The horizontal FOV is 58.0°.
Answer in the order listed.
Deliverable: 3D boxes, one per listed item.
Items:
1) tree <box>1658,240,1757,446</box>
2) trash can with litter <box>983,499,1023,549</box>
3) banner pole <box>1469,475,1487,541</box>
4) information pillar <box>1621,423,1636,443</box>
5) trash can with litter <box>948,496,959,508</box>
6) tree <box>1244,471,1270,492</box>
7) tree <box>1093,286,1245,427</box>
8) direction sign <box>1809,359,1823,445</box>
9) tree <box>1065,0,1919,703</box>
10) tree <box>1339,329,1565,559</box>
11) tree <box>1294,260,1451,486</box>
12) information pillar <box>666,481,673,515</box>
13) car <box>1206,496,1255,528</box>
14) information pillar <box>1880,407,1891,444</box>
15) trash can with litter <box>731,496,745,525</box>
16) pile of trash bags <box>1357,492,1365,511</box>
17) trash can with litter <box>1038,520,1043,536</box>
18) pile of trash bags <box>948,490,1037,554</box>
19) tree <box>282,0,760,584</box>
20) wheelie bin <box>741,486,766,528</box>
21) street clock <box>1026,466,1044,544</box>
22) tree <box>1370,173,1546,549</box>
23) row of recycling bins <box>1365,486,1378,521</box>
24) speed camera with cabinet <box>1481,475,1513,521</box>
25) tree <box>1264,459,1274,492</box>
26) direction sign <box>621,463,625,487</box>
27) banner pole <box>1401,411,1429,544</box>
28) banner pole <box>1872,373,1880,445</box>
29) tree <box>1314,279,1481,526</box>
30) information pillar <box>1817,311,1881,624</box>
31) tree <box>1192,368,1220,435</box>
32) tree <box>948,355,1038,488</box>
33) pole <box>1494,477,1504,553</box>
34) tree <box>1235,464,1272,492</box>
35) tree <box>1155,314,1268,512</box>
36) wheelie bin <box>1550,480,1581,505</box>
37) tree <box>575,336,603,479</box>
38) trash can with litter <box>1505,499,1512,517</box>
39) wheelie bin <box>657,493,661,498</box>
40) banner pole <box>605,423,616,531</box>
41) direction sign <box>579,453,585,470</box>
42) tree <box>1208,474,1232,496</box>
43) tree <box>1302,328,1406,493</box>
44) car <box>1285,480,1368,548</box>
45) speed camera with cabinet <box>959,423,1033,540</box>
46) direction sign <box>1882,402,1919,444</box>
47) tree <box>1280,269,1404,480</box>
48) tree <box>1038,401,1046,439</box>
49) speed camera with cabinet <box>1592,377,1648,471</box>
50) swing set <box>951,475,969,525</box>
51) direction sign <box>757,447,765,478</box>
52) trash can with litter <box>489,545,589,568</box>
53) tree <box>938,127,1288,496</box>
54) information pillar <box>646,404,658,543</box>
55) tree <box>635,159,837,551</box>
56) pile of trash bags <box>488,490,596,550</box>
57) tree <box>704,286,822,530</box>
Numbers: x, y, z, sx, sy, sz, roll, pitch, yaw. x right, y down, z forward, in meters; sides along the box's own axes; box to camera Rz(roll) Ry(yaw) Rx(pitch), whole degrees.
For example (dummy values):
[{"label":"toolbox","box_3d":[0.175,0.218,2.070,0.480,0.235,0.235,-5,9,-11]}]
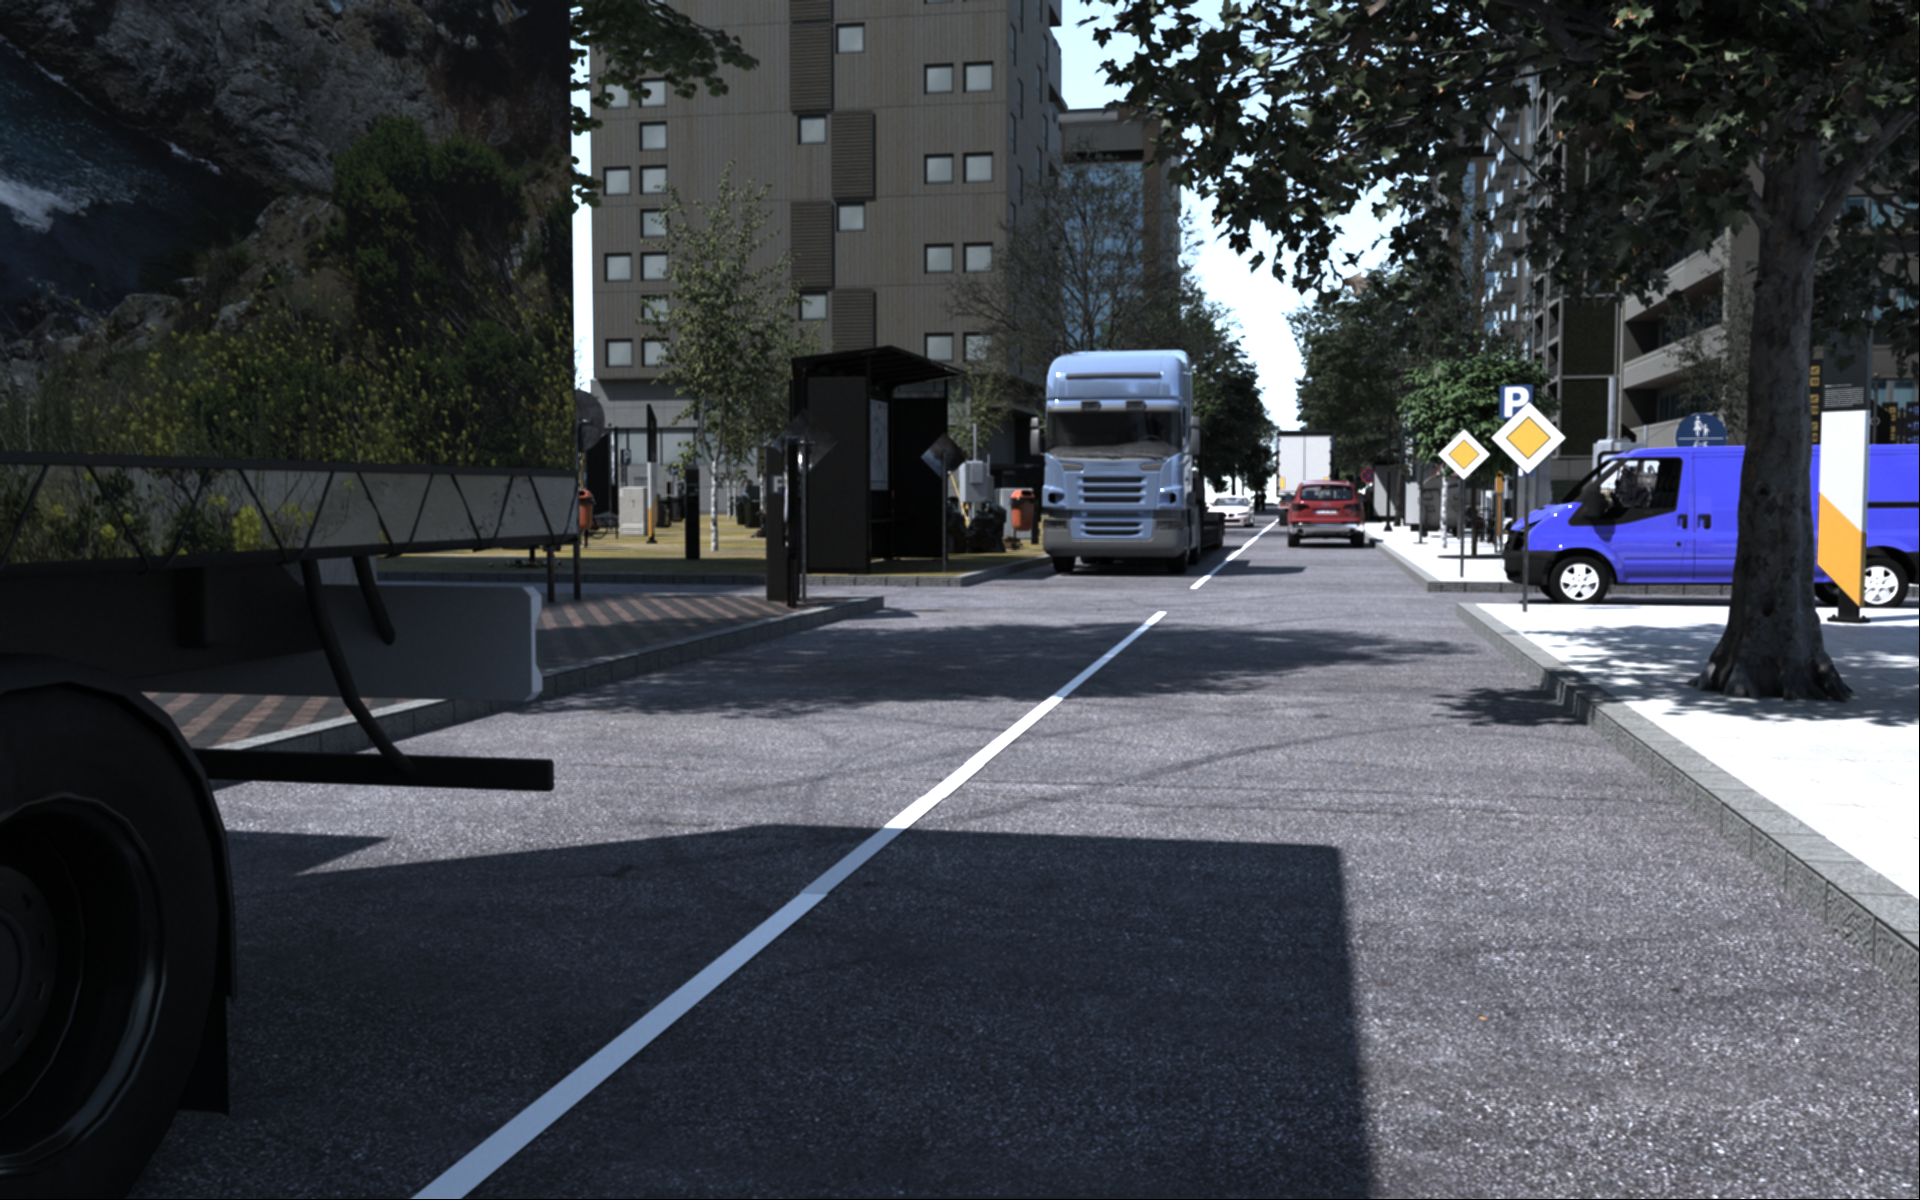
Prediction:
[{"label":"tree","box_3d":[20.984,-5.869,46.317,4.360,8.622,3.978,0,3,0]},{"label":"trash can with litter","box_3d":[1.015,-1.792,40.685,1.055,1.170,0.624,3,4,37]},{"label":"banner pole","box_3d":[14.102,-3.487,47.026,0.863,3.779,0.401,-3,4,-38]},{"label":"information pillar","box_3d":[21.866,-4.001,56.775,0.504,3.616,0.183,1,4,15]},{"label":"trash can with litter","box_3d":[-0.343,-4.327,82.138,0.624,1.170,1.055,0,4,6]},{"label":"tree","box_3d":[37.395,-14.332,218.034,4.285,4.588,4.351,0,3,0]},{"label":"tree","box_3d":[9.773,-9.682,84.056,9.928,11.665,9.643,0,3,0]},{"label":"direction sign","box_3d":[14.467,-2.261,28.960,0.379,3.537,0.876,-3,5,-43]},{"label":"tree","box_3d":[5.254,-5.733,10.741,9.611,12.733,9.660,0,3,0]},{"label":"tree","box_3d":[10.427,-3.122,34.763,4.285,4.588,4.351,0,3,0]},{"label":"tree","box_3d":[22.140,-11.341,92.082,9.857,13.997,8.962,0,3,0]},{"label":"information pillar","box_3d":[-16.597,-5.780,98.996,0.304,2.012,0.304,0,4,8]},{"label":"car","box_3d":[11.794,-3.854,75.371,2.083,1.381,4.827,1,4,12]},{"label":"information pillar","box_3d":[22.419,-3.117,42.312,0.504,3.616,0.183,3,5,45]},{"label":"trash can with litter","box_3d":[-8.838,-3.701,71.895,1.055,1.170,0.624,3,5,43]},{"label":"pile of trash bags","box_3d":[22.867,-5.366,97.489,1.912,1.369,3.447,2,4,28]},{"label":"trash can with litter","box_3d":[1.637,-2.594,53.477,2.233,1.210,1.678,2,4,25]},{"label":"pile of trash bags","box_3d":[0.287,-1.740,38.200,3.447,1.369,1.912,-3,4,-38]},{"label":"tree","box_3d":[-4.985,-5.739,11.958,7.486,12.596,7.792,0,3,0]},{"label":"wheelie bin","box_3d":[-7.820,-3.522,65.486,0.980,1.594,0.693,-2,4,-33]},{"label":"street clock","box_3d":[1.916,-2.425,44.221,0.471,2.002,0.358,0,4,4]},{"label":"tree","box_3d":[11.537,-5.532,40.807,4.360,8.622,3.978,0,3,0]},{"label":"row of recycling bins","box_3d":[20.381,-4.762,84.966,1.069,1.692,3.534,1,4,16]},{"label":"speed camera with cabinet","box_3d":[25.609,-5.385,82.379,2.038,3.252,0.660,-3,5,-41]},{"label":"tree","box_3d":[44.897,-18.764,257.146,4.360,8.622,3.978,0,3,0]},{"label":"direction sign","box_3d":[-21.084,-7.113,108.289,0.379,3.537,0.876,-2,4,-24]},{"label":"banner pole","box_3d":[11.750,-3.352,44.824,0.401,3.779,0.863,-3,5,-42]},{"label":"banner pole","box_3d":[18.671,-2.803,35.845,0.863,3.779,0.401,0,4,3]},{"label":"tree","box_3d":[17.706,-8.197,68.433,7.601,10.594,8.767,0,4,1]},{"label":"information pillar","box_3d":[8.845,-1.586,17.283,0.183,3.616,0.504,-2,4,-30]},{"label":"tree","box_3d":[11.851,-8.781,93.925,4.737,8.622,4.395,0,3,0]},{"label":"tree","box_3d":[0.762,-8.578,90.617,4.737,8.622,4.395,0,3,0]},{"label":"pole","box_3d":[11.739,-2.679,37.643,0.158,3.312,0.155,0,3,0]},{"label":"tree","box_3d":[41.676,-17.853,242.264,4.737,8.622,4.395,0,3,0]},{"label":"tree","box_3d":[16.730,-13.002,119.241,9.857,13.997,8.962,0,3,0]},{"label":"wheelie bin","box_3d":[13.289,-1.847,38.106,0.980,1.594,0.693,1,4,11]},{"label":"tree","box_3d":[-17.388,-7.660,75.605,4.360,8.622,3.978,0,3,0]},{"label":"trash can with litter","box_3d":[30.402,-5.232,96.937,0.624,1.170,1.055,-1,4,-14]},{"label":"wheelie bin","box_3d":[-12.982,-3.940,72.323,0.980,1.594,0.693,-1,4,-11]},{"label":"banner pole","box_3d":[-12.196,-4.323,60.700,0.401,3.779,0.863,-2,4,-26]},{"label":"direction sign","box_3d":[-19.372,-5.991,89.943,0.876,3.537,0.379,2,4,28]},{"label":"tree","box_3d":[19.092,-8.117,127.315,1.663,3.219,1.824,0,3,0]},{"label":"tree","box_3d":[26.908,-12.198,117.563,7.486,12.596,7.792,0,3,0]},{"label":"car","box_3d":[10.145,-2.407,48.033,2.281,1.827,5.304,1,4,12]},{"label":"speed camera with cabinet","box_3d":[1.024,-3.327,48.733,2.038,3.252,0.660,-1,4,-19]},{"label":"direction sign","box_3d":[23.172,-3.101,42.700,0.876,3.537,0.379,2,4,28]},{"label":"tree","box_3d":[33.420,-17.622,144.010,12.611,20.169,13.585,0,3,0]},{"label":"tree","box_3d":[6.495,-8.964,96.921,4.737,8.622,4.395,0,3,0]},{"label":"speed camera with cabinet","box_3d":[11.441,-2.107,28.792,0.660,3.252,2.038,-1,4,-21]},{"label":"swing set","box_3d":[-1.696,-4.548,71.973,2.862,2.851,3.119,3,5,41]},{"label":"direction sign","box_3d":[-9.233,-5.550,82.744,0.876,3.537,0.379,0,4,-2]},{"label":"trash can with litter","box_3d":[-7.556,-1.216,30.933,1.678,1.210,2.233,-1,4,-17]},{"label":"tree","box_3d":[4.460,-9.094,59.063,12.009,13.543,11.850,0,3,0]},{"label":"information pillar","box_3d":[-8.014,-3.286,45.088,0.183,3.616,0.504,1,4,11]},{"label":"tree","box_3d":[-5.460,-5.431,39.156,4.737,8.622,4.395,0,3,0]},{"label":"pile of trash bags","box_3d":[-10.229,-1.890,40.654,3.447,1.369,1.912,0,4,7]},{"label":"tree","box_3d":[-6.859,-6.822,61.910,4.360,8.622,3.978,0,3,0]}]
